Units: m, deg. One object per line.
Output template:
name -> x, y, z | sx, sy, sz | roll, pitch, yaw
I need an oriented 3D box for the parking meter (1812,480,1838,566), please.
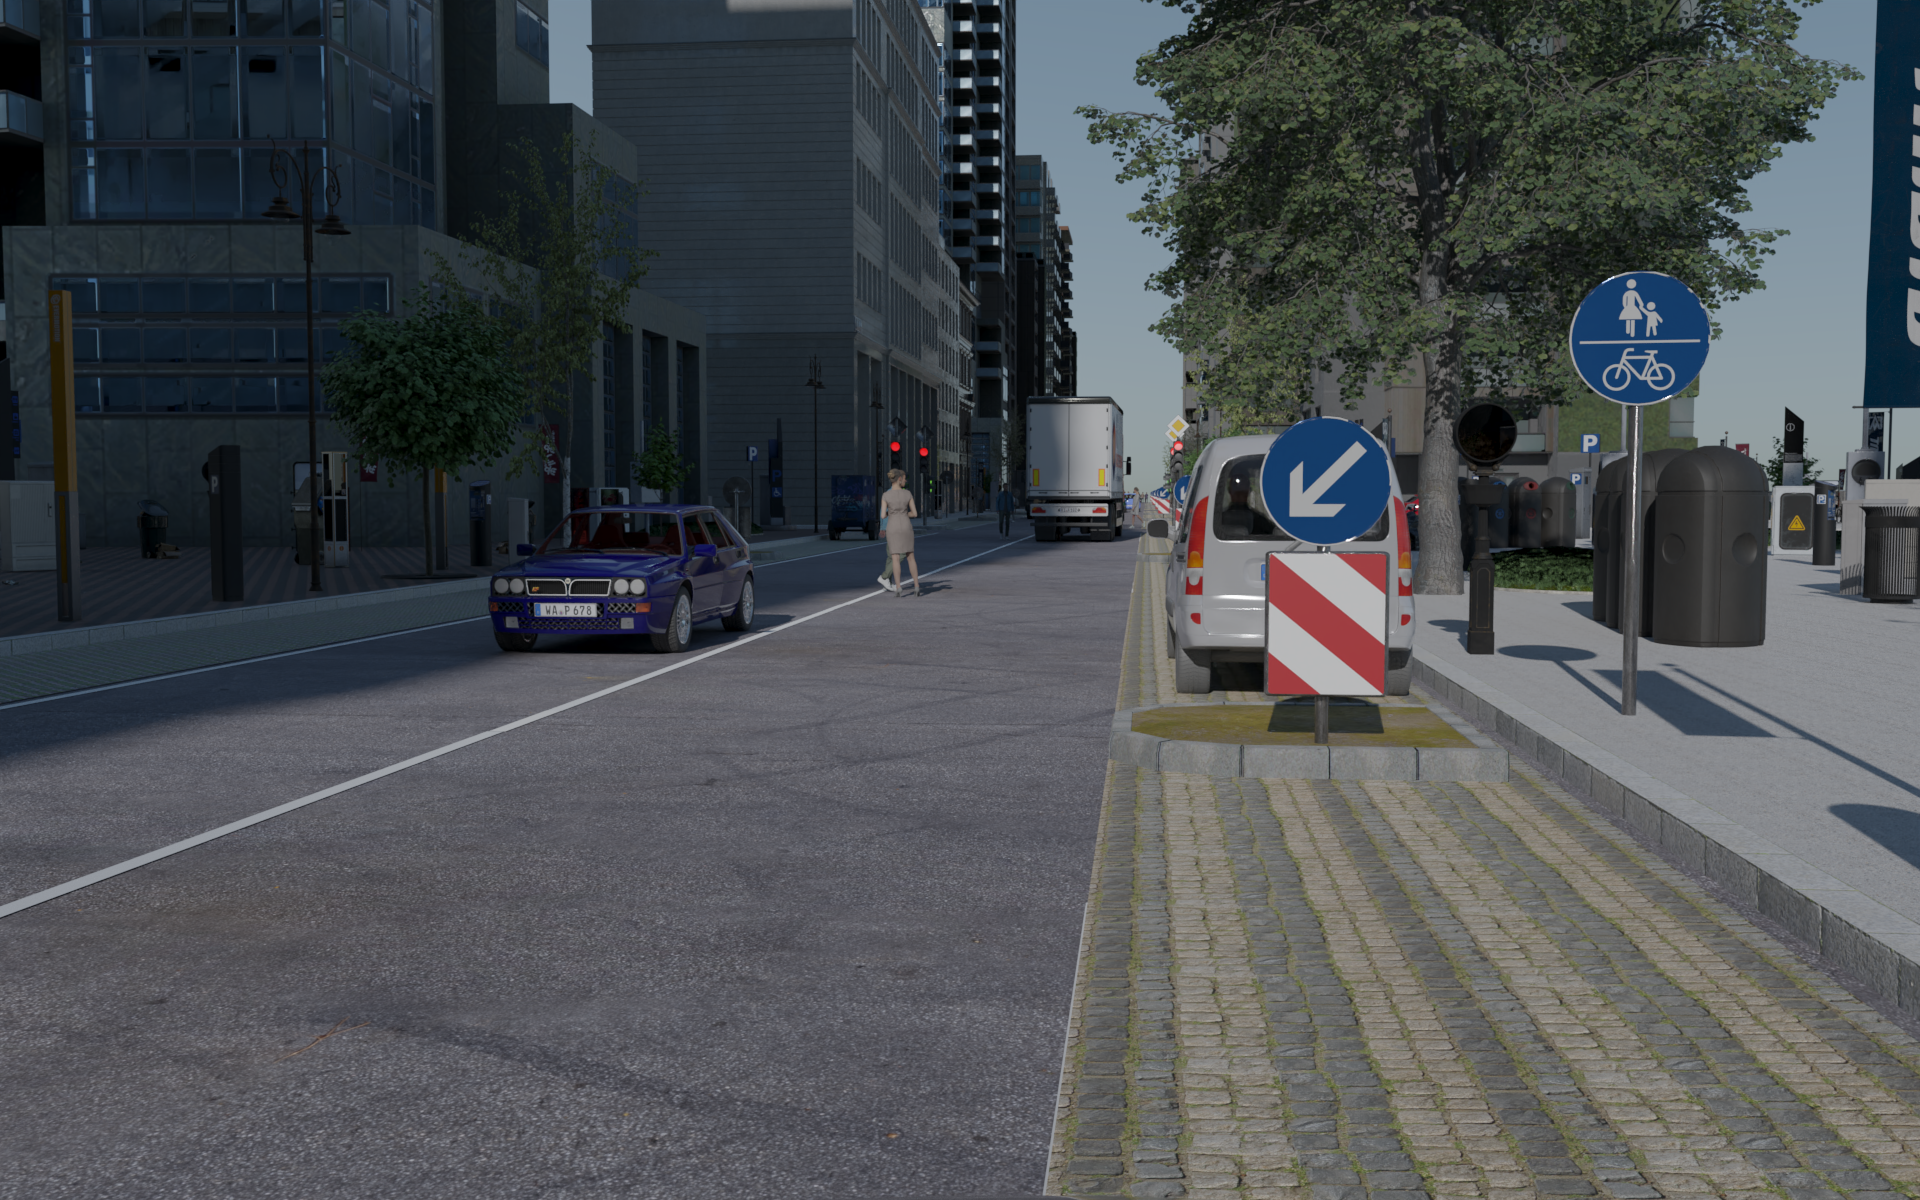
parking meter -> 15.528, -1.387, 31.094 | 0.372, 1.533, 0.369 | 0, 3, 0

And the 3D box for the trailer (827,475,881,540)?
trailer -> -3.324, -2.796, 52.756 | 1.471, 1.999, 3.904 | 0, 4, 5

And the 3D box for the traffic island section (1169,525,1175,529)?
traffic island section -> 8.584, -2.877, 69.318 | 2.009, 0.180, 2.903 | 0, 4, 6

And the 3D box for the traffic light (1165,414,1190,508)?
traffic light -> 7.690, -4.425, 61.269 | 0.839, 4.253, 0.868 | 0, 4, 6

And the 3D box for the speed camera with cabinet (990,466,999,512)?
speed camera with cabinet -> 2.445, -7.922, 123.867 | 0.660, 3.252, 2.038 | 0, 4, 2

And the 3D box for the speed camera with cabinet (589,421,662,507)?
speed camera with cabinet -> -8.940, -3.172, 46.193 | 2.038, 3.252, 0.660 | -3, 5, -45

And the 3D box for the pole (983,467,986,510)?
pole -> 1.854, -8.488, 132.619 | 0.158, 3.312, 0.155 | 0, 3, 0

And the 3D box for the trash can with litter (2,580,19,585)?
trash can with litter -> -13.776, -0.776, 23.748 | 1.678, 1.210, 2.233 | 1, 4, 19

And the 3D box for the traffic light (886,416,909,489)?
traffic light -> -2.265, -4.489, 62.321 | 0.839, 4.253, 0.868 | 0, 4, 6

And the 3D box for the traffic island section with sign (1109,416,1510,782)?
traffic island section with sign -> 1.836, -0.059, 9.598 | 1.989, 1.847, 2.006 | 0, 4, 6

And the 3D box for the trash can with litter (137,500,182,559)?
trash can with litter -> -15.917, -1.416, 34.543 | 1.055, 1.170, 0.624 | 2, 4, 34

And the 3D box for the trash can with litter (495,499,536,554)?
trash can with litter -> -9.547, -1.568, 37.024 | 1.055, 1.170, 0.624 | 3, 4, 38

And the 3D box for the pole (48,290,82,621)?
pole -> -9.022, -1.444, 17.457 | 0.158, 3.312, 0.155 | 0, 3, 0

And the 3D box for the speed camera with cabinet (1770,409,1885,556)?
speed camera with cabinet -> 17.908, -2.533, 35.755 | 2.038, 3.252, 0.660 | 1, 4, 22

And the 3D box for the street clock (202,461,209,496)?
street clock -> -15.990, -1.996, 37.203 | 0.471, 2.002, 0.358 | 0, 4, 1

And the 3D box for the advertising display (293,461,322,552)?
advertising display -> -12.659, -1.777, 34.262 | 0.974, 1.923, 0.123 | -1, 4, -10

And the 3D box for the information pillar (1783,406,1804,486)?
information pillar -> 22.182, -3.352, 46.161 | 0.504, 3.616, 0.183 | 1, 4, 18

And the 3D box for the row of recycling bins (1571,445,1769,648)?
row of recycling bins -> 6.588, -0.550, 16.104 | 1.069, 1.692, 3.534 | 1, 4, 10

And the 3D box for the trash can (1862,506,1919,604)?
trash can -> 10.959, -0.531, 20.341 | 0.748, 1.137, 0.748 | 0, 3, 0

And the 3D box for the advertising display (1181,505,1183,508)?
advertising display -> 17.891, -8.221, 139.632 | 0.123, 1.923, 0.974 | 0, 4, -2

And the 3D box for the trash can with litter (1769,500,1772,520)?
trash can with litter -> 39.938, -4.518, 85.249 | 1.055, 1.170, 0.624 | 2, 4, 25

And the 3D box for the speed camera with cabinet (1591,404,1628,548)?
speed camera with cabinet -> 14.202, -2.660, 37.819 | 0.660, 3.252, 2.038 | 1, 4, 16

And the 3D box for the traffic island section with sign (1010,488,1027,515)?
traffic island section with sign -> 3.891, -6.810, 119.974 | 1.989, 1.847, 2.006 | 0, 4, 6

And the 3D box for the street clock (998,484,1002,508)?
street clock -> 3.005, -8.316, 140.535 | 0.358, 2.002, 0.471 | -3, 4, -36

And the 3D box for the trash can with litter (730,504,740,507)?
trash can with litter -> -7.850, -2.878, 58.115 | 1.678, 1.210, 2.233 | 2, 4, 27

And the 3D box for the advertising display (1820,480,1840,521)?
advertising display -> 40.628, -4.639, 81.062 | 0.974, 1.923, 0.123 | 3, 5, 45

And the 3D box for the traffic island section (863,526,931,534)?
traffic island section -> -2.304, -2.457, 62.460 | 2.009, 0.180, 2.903 | 0, 4, 6

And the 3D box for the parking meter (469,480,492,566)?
parking meter -> -8.531, -1.371, 30.819 | 0.372, 1.533, 0.369 | 0, 3, 0

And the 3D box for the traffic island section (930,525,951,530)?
traffic island section -> -1.449, -2.943, 70.399 | 2.009, 0.180, 2.903 | 0, 4, 6

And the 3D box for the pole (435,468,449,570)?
pole -> -8.773, -2.166, 29.254 | 0.158, 3.312, 0.155 | 0, 3, 0

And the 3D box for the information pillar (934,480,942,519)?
information pillar -> -1.125, -5.193, 89.392 | 0.304, 2.012, 0.304 | -3, 5, -41

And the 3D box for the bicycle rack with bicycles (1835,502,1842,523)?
bicycle rack with bicycles -> 37.846, -3.769, 75.000 | 2.852, 0.926, 2.925 | 2, 4, 29

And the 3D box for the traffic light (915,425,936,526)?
traffic light -> -1.410, -4.975, 70.261 | 0.839, 4.253, 0.868 | 0, 4, 6

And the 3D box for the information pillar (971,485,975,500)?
information pillar -> 1.051, -8.540, 144.126 | 0.304, 2.012, 0.304 | 0, 4, -3

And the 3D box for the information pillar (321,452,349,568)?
information pillar -> -10.870, -1.569, 30.147 | 0.304, 2.012, 0.304 | 2, 4, 34

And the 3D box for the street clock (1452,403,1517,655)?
street clock -> 4.183, -0.568, 13.857 | 0.471, 2.002, 0.358 | 0, 4, 8

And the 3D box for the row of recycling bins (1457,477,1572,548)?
row of recycling bins -> 13.027, -2.090, 41.279 | 3.534, 1.692, 1.069 | -1, 4, -17

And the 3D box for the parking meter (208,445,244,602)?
parking meter -> -8.819, -0.923, 20.804 | 0.399, 1.863, 0.255 | 3, 5, 44

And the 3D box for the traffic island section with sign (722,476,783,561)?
traffic island section with sign -> -4.951, -1.790, 37.902 | 1.989, 1.847, 2.006 | 0, 4, 6

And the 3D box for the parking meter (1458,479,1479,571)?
parking meter -> 8.501, -1.254, 28.922 | 0.372, 1.533, 0.369 | 0, 3, 0

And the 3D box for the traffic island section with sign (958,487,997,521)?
traffic island section with sign -> 0.980, -5.158, 92.962 | 1.989, 1.847, 2.006 | 0, 4, 6

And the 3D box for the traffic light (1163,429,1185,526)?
traffic light -> 8.545, -4.911, 69.208 | 0.839, 4.253, 0.868 | 0, 4, 6

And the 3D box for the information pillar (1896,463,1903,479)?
information pillar -> 70.988, -8.537, 130.931 | 0.504, 3.616, 0.183 | 0, 4, -2

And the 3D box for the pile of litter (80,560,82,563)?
pile of litter -> -16.946, -1.113, 32.164 | 1.176, 0.858, 1.719 | -1, 4, -21
